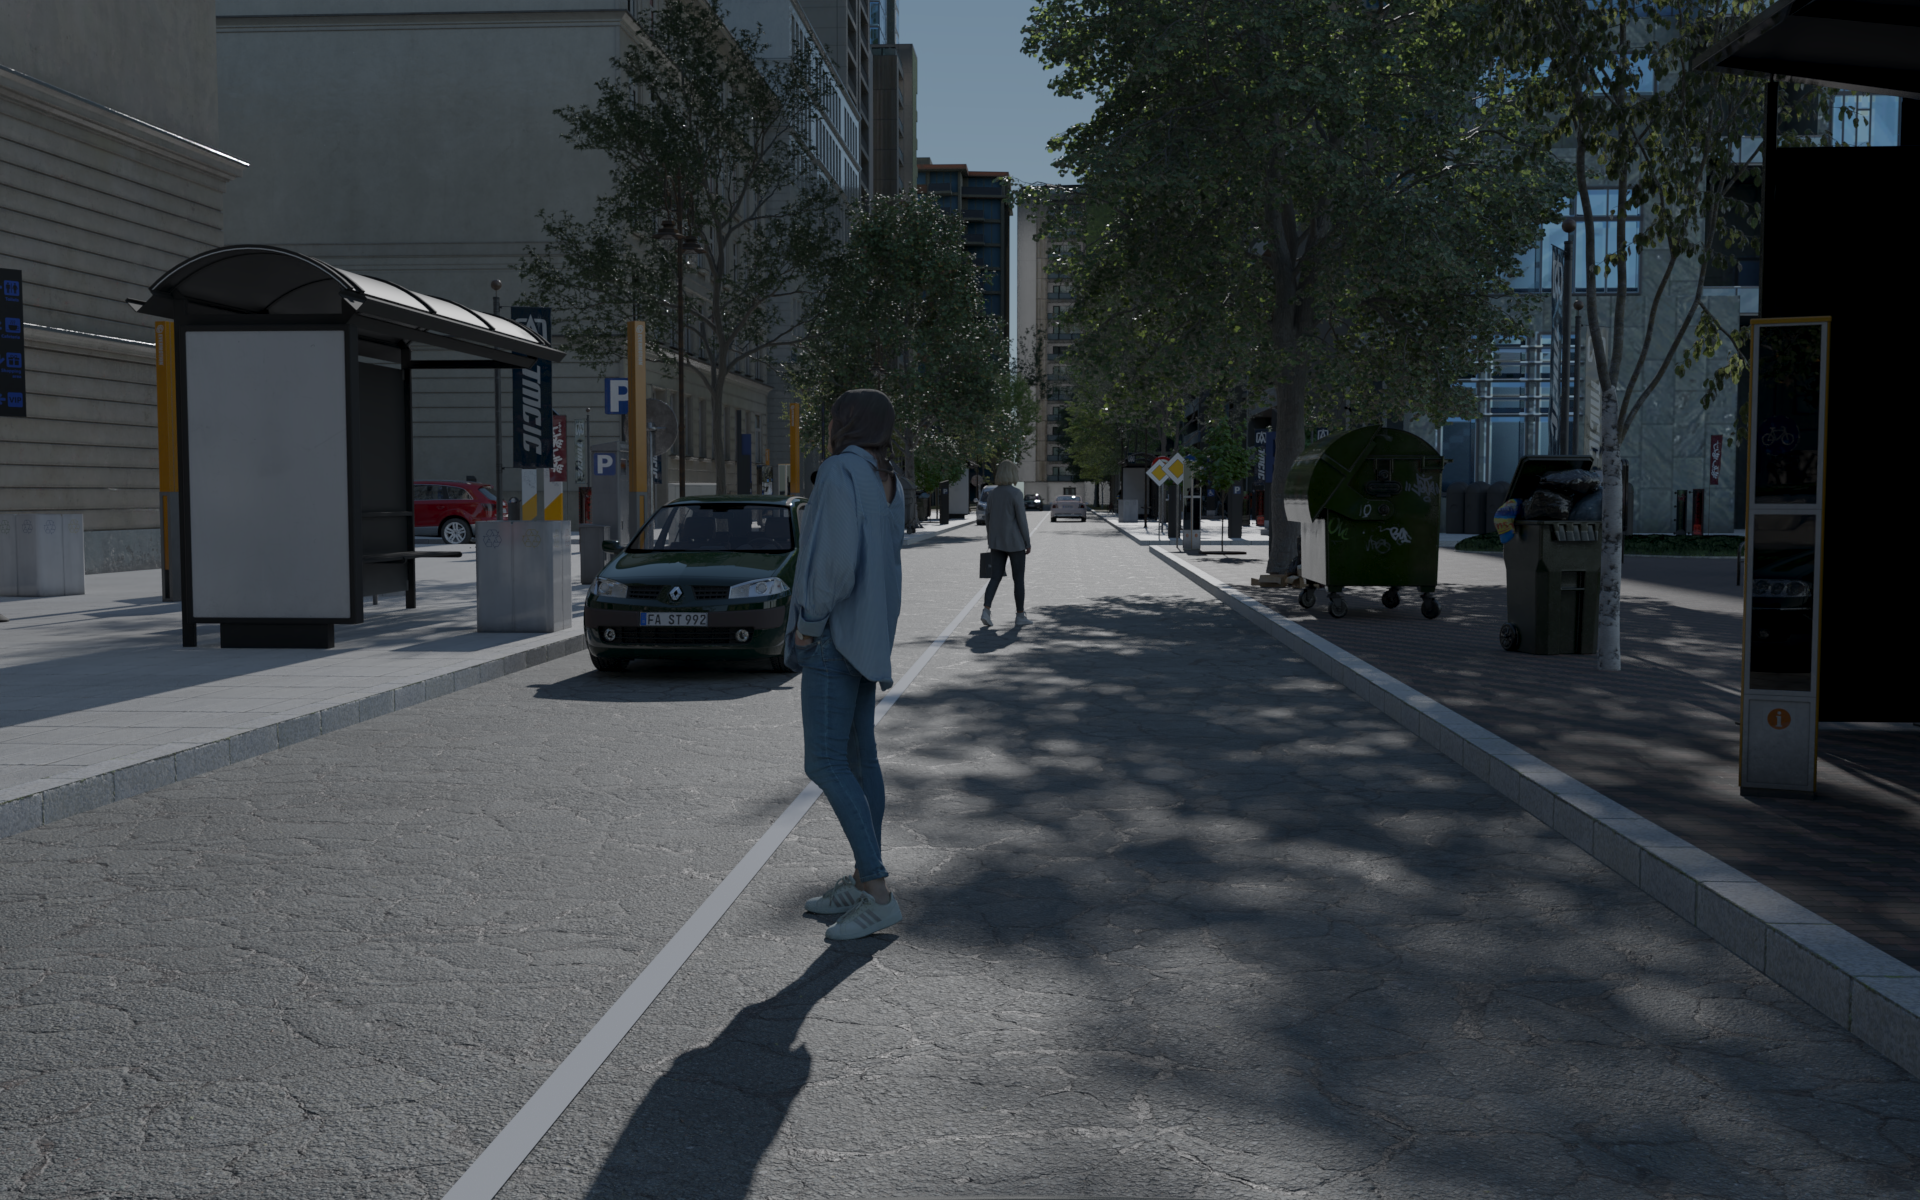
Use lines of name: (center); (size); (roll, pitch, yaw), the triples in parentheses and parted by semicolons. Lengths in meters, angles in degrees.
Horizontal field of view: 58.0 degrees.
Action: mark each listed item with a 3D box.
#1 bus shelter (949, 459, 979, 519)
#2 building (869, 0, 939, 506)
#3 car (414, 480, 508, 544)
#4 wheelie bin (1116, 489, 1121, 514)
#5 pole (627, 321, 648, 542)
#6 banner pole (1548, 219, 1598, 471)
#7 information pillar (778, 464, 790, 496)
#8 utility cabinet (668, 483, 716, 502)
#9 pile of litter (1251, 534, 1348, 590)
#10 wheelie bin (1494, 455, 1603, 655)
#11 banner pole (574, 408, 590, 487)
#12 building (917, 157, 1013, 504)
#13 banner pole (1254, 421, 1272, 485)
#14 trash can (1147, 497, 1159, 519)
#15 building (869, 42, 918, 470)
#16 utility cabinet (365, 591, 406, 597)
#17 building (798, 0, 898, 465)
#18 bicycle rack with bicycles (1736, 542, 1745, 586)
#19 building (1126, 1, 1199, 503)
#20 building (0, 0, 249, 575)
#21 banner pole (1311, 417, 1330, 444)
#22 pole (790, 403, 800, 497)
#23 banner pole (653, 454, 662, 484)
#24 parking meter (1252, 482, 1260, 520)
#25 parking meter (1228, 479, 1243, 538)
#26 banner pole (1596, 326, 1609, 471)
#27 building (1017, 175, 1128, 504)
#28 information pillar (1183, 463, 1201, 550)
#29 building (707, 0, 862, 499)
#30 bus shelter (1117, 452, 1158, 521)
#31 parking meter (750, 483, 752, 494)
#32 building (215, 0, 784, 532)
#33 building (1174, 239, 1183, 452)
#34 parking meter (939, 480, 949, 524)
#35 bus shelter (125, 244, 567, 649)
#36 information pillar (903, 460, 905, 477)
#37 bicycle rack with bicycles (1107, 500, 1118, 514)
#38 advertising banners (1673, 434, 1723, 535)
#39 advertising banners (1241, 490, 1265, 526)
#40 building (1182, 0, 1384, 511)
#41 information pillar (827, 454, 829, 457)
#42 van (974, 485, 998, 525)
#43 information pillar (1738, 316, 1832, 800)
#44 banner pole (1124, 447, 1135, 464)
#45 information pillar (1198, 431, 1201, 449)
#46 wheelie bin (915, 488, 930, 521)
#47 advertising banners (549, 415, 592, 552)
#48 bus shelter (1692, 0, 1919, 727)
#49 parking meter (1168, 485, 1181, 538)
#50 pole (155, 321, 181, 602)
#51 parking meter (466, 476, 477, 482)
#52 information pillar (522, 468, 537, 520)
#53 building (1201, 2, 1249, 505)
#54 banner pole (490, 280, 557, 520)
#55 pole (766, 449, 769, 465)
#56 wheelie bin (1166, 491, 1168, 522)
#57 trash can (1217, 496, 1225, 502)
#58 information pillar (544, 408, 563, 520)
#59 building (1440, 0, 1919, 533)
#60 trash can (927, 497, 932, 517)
bus shelter: (-0.122, -6.046, 92.783); (2.014, 3.302, 5.546); (0, 4, 4)
building: (-18.530, -53.129, 181.337); (31.000, 86.520, 22.319); (0, 4, 3)
car: (-15.057, -2.381, 47.601); (5.304, 1.827, 2.281); (0, 4, 2)
wheelie bin: (10.685, -6.456, 113.463); (0.693, 1.594, 0.980); (3, 5, 40)
pole: (-3.822, -1.633, 20.539); (0.158, 3.312, 0.155); (0, 3, 0)
banner pole: (5.412, -1.568, 15.655); (0.401, 3.779, 0.863); (2, 4, 32)
information pillar: (-4.220, -2.312, 42.300); (0.304, 2.012, 0.304); (-3, 5, -43)
utility cabinet: (-5.313, -1.613, 35.057); (1.173, 1.500, 0.318); (-3, 5, -41)
pile of litter: (4.682, -0.609, 23.922); (1.176, 0.858, 1.719); (0, 4, -8)
wheelie bin: (4.837, -0.373, 13.999); (0.980, 1.594, 0.693); (-1, 4, -13)
banner pole: (-11.004, -3.709, 50.652); (0.863, 3.779, 0.401); (3, 5, 40)
building: (-7.655, -35.075, 228.104); (28.867, 44.769, 22.147); (0, 4, 3)
banner pole: (10.334, -4.188, 58.492); (0.863, 3.779, 0.401); (1, 4, 22)
trash can: (10.001, -4.791, 89.980); (0.748, 1.137, 0.748); (0, 3, 0)
building: (-11.298, -28.716, 153.104); (14.154, 41.232, 14.086); (0, 4, 3)
utility cabinet: (-7.403, -0.645, 21.703); (1.020, 1.237, 0.306); (-2, 4, -32)
building: (-15.519, -42.615, 135.009); (20.563, 71.187, 20.611); (0, 4, 3)
bicycle rack with bicycles: (12.320, -0.647, 23.962); (2.925, 0.926, 2.852); (-2, 4, -34)
building: (31.806, -48.035, 223.622); (20.611, 71.187, 20.563); (0, 4, 3)
building: (-30.774, -12.756, 27.648); (34.723, 24.649, 14.460); (0, 4, 3)
banner pole: (11.570, -4.033, 55.949); (0.863, 3.779, 0.401); (3, 4, 36)
pole: (-3.714, -2.759, 38.957); (0.158, 3.312, 0.155); (0, 3, 0)
banner pole: (-9.386, -3.804, 52.208); (0.863, 3.779, 0.401); (0, 4, -7)
parking meter: (14.790, -4.945, 86.568); (0.255, 1.863, 0.399); (-1, 4, -20)
parking meter: (8.026, -2.736, 50.450); (0.399, 1.863, 0.255); (-1, 4, -17)
banner pole: (8.185, -1.994, 22.612); (0.863, 3.779, 0.401); (-2, 4, -33)
building: (14.292, -32.951, 222.338); (14.086, 41.232, 14.154); (0, 4, 3)
information pillar: (5.317, -2.153, 39.693); (0.304, 2.012, 0.304); (-3, 4, -37)
building: (-13.065, -19.877, 102.483); (11.434, 29.767, 29.804); (0, 4, 3)
bus shelter: (8.935, -5.647, 86.257); (2.014, 3.302, 5.546); (0, 4, 3)
parking meter: (-8.951, -4.114, 72.977); (0.255, 1.863, 0.399); (2, 4, 25)
building: (-17.780, -14.664, 73.045); (16.112, 22.955, 30.059); (0, 4, 3)
building: (29.822, -25.245, 184.452); (14.160, 30.474, 14.107); (0, 4, 3)
parking meter: (-0.683, -4.129, 73.219); (0.399, 1.863, 0.255); (-1, 4, -21)
bus shelter: (-5.599, -1.401, 16.835); (2.014, 3.302, 5.546); (0, 4, 4)
information pillar: (-3.066, -6.651, 100.095); (0.504, 3.616, 0.183); (0, 4, 8)
bicycle rack with bicycles: (10.795, -6.005, 111.557); (2.852, 0.926, 2.925); (0, 4, -5)
advertising banners: (22.047, -3.397, 51.729); (0.090, 3.025, 2.074); (-1, 4, -14)
advertising banners: (11.992, -4.458, 69.074); (0.090, 3.025, 2.074); (-3, 5, -44)
building: (32.898, -33.160, 165.861); (21.300, 48.544, 21.600); (0, 4, 3)
information pillar: (-6.466, -5.714, 84.773); (0.183, 3.616, 0.504); (0, 4, -5)
van: (1.699, -4.533, 81.132); (2.013, 2.044, 4.112); (0, 4, 5)
information pillar: (3.507, -0.176, 7.376); (0.304, 2.012, 0.304); (2, 4, 25)
banner pole: (8.982, -6.246, 92.133); (0.863, 3.779, 0.401); (3, 5, 39)
information pillar: (8.860, -4.457, 64.222); (0.183, 3.616, 0.504); (1, 4, 9)
wheelie bin: (-1.888, -4.528, 81.933); (0.980, 1.594, 0.693); (1, 4, 20)
advertising banners: (-8.161, -2.576, 38.298); (2.074, 3.025, 0.090); (0, 4, -3)
bus shelter: (4.629, -0.923, 6.367); (1.731, 3.624, 6.357); (0, 4, 4)
parking meter: (6.271, -2.585, 50.674); (0.372, 1.533, 0.369); (0, 3, 0)
pole: (-9.393, -1.634, 20.553); (0.158, 3.312, 0.155); (0, 3, 0)
parking meter: (-15.476, -3.009, 54.904); (0.255, 1.863, 0.399); (-2, 4, -28)
information pillar: (-14.370, -4.058, 57.700); (0.504, 3.616, 0.183); (-1, 4, -18)
building: (31.316, -29.738, 140.839); (22.147, 44.769, 28.867); (0, 4, 3)
banner pole: (-5.191, -1.857, 20.382); (0.863, 3.779, 0.401); (-1, 4, -16)
pole: (-8.745, -5.193, 78.750); (0.158, 3.312, 0.155); (0, 3, 0)
wheelie bin: (9.733, -4.371, 79.375); (0.980, 1.594, 0.693); (2, 4, 33)
trash can: (17.489, -6.402, 116.328); (0.748, 1.137, 0.748); (0, 3, 0)
information pillar: (-10.203, -3.181, 43.366); (0.504, 3.616, 0.183); (1, 4, 15)
building: (30.922, -45.996, 64.703); (31.000, 86.520, 22.319); (0, 4, 3)
trash can: (-1.928, -5.259, 97.643); (0.748, 1.137, 0.748); (0, 3, 0)
